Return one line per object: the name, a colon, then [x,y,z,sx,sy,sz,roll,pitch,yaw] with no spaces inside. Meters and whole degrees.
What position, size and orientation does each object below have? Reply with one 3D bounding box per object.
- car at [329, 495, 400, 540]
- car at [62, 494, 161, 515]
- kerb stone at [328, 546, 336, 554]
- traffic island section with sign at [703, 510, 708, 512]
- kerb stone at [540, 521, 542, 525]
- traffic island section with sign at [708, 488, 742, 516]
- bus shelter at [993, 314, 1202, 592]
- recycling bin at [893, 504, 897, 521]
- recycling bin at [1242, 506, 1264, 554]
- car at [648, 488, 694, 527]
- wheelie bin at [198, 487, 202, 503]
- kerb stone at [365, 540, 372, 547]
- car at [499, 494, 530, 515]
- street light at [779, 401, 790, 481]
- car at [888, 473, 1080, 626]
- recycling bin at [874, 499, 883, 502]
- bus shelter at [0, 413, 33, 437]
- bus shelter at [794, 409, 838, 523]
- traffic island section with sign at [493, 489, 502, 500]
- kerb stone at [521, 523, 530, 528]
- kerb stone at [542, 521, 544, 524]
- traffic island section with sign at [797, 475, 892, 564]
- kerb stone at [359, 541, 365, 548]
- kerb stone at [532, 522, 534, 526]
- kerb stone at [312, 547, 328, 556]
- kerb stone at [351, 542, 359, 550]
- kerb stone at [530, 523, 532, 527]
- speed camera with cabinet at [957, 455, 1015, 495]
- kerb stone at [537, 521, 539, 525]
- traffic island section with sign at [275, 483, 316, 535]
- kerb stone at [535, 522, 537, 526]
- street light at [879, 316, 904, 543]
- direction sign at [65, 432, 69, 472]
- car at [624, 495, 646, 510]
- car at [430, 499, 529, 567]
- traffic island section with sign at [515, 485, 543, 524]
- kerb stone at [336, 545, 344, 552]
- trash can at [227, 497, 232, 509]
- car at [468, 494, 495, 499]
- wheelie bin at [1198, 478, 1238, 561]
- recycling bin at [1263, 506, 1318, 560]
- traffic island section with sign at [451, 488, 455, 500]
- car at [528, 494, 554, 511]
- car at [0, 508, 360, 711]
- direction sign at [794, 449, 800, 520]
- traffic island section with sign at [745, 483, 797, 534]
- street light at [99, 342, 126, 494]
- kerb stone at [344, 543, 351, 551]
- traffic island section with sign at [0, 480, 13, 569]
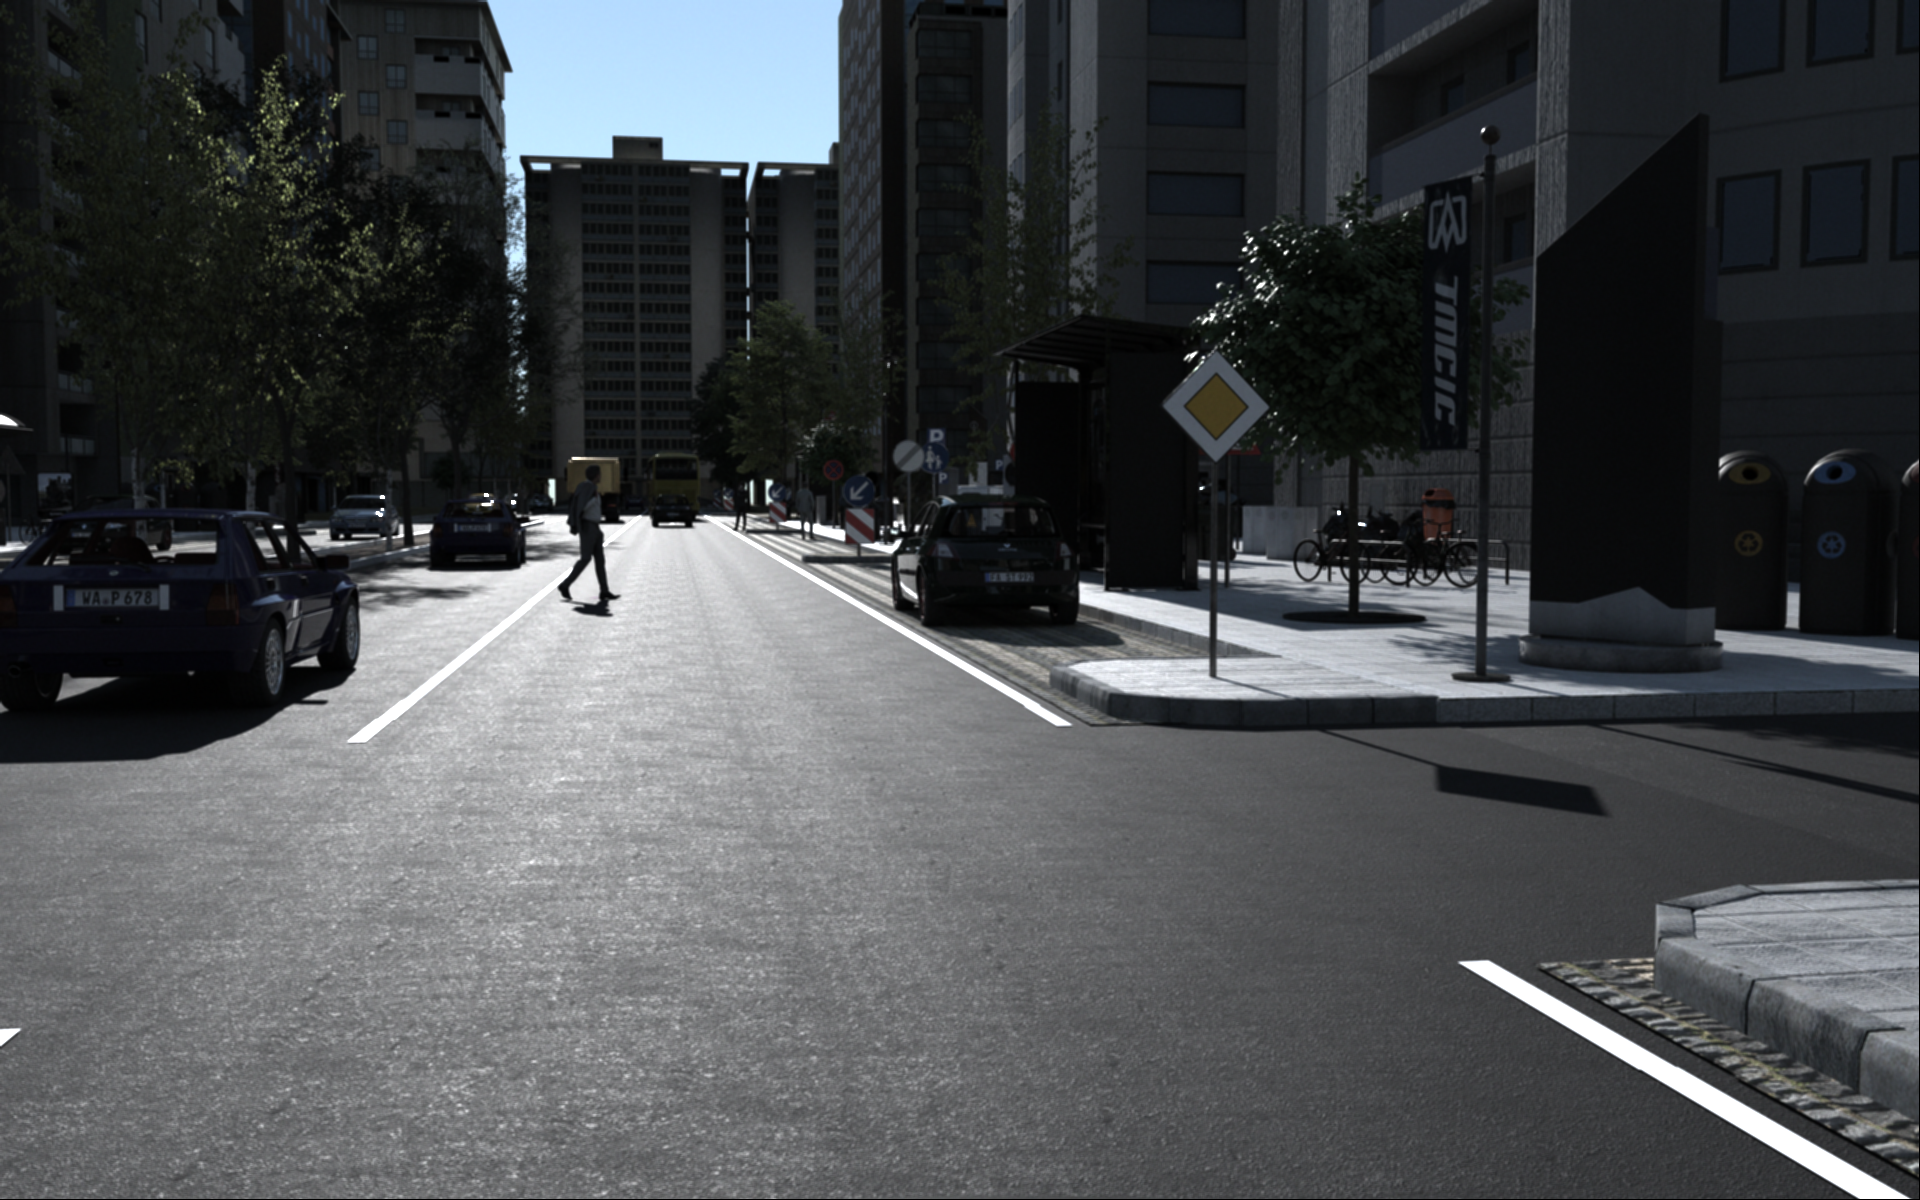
car: [-19.225,-2.693,56.040,2.014,1.417,4.499,-1,4,-11]
car: [-20.747,-1.999,42.464,2.009,1.686,4.222,0,4,-8]
kerb stone: [-15.179,-1.180,41.533,0.120,0.150,1.000,-1,4,-10]
traffic island section with sign: [-19.650,-7.979,139.089,1.989,1.847,2.006,-1,4,-10]
kerb stone: [-19.601,-3.558,80.371,0.120,0.150,1.000,-1,4,-10]
traffic island section with sign: [-15.148,-6.354,112.511,1.989,1.847,2.006,-1,4,-10]
bus shelter: [1.906,-2.114,25.849,1.731,3.624,6.357,-1,4,-10]
recycling bin: [-3.310,-4.350,83.675,0.722,1.027,0.722,2,4,27]
recycling bin: [6.569,-1.510,37.249,0.722,1.027,0.722,-2,4,-33]
car: [-12.741,-4.082,76.532,2.009,1.686,4.222,-1,4,-11]
wheelie bin: [-33.529,-4.241,77.246,0.980,1.594,0.693,-2,4,-29]
kerb stone: [-16.032,-1.491,46.576,0.120,0.150,1.000,-1,4,-10]
car: [-31.357,-6.741,122.010,2.131,1.459,4.920,-1,4,-11]
street light: [-8.705,-6.933,86.135,0.468,5.910,1.993,-1,4,-10]
car: [0.214,-0.635,20.174,2.009,1.686,4.222,-1,4,-8]
recycling bin: [-3.675,-3.842,75.366,0.722,1.027,0.722,-1,4,-22]
bus shelter: [-23.449,-2.820,40.024,2.014,3.302,5.546,-1,4,-10]
bus shelter: [-6.422,-6.236,79.584,2.179,5.291,8.768,-1,4,-10]
traffic island section with sign: [-36.379,-7.812,136.355,1.989,1.847,2.006,-1,4,-10]
kerb stone: [-18.410,-3.121,73.300,0.120,0.150,1.000,-1,4,-10]
kerb stone: [-19.776,-3.614,81.378,0.120,0.150,1.000,-1,4,-10]
traffic island section with sign: [-2.306,-1.700,36.427,1.989,1.847,2.006,-1,4,-10]
kerb stone: [-15.862,-1.430,45.568,0.120,0.150,1.000,-1,4,-10]
kerb stone: [-18.750,-3.250,75.325,0.120,0.150,1.000,-1,4,-10]
kerb stone: [-15.008,-1.121,40.525,0.120,0.150,1.000,-1,4,-10]
kerb stone: [-15.691,-1.368,44.560,0.120,0.150,1.000,-1,4,-10]
kerb stone: [-18.585,-3.186,74.307,0.120,0.150,1.000,-1,4,-10]
speed camera with cabinet: [0.863,-2.737,39.082,2.038,3.252,0.660,3,5,41]
kerb stone: [-19.263,-3.434,78.349,0.120,0.150,1.000,-1,4,-10]
traffic island section with sign: [-23.539,-3.157,60.250,1.989,1.847,2.006,-1,4,-10]
kerb stone: [-19.092,-3.373,77.341,0.120,0.150,1.000,-1,4,-10]
street light: [-1.791,-4.428,45.180,0.468,5.910,1.993,-1,4,-10]
direction sign: [-32.567,-4.356,63.210,0.379,3.537,0.876,-2,4,-31]
car: [-29.805,-8.941,158.766,1.945,1.354,3.894,-1,4,-9]
car: [-9.903,-1.416,35.725,1.945,1.354,3.894,-1,4,-11]
traffic island section with sign: [-21.311,-4.648,84.139,2.006,1.907,1.989,-1,4,-10]
kerb stone: [-15.351,-1.244,42.541,0.120,0.150,1.000,-1,4,-10]
trash can: [-31.334,-3.790,73.620,0.748,1.137,0.748,0,3,0]
car: [-25.372,-4.991,91.822,2.015,1.641,3.980,-1,4,-10]
wheelie bin: [4.954,-1.569,33.563,0.980,1.594,0.693,3,5,43]
recycling bin: [6.493,-1.304,33.881,0.722,1.027,0.722,-2,4,-34]
traffic island section with sign: [-31.897,-6.186,109.774,1.989,1.847,2.006,-1,4,-10]
car: [-35.117,-8.156,145.155,2.131,1.459,4.920,-1,4,-10]
car: [-5.653,-0.019,12.883,1.945,1.354,3.894,0,4,-8]
direction sign: [-8.159,-5.797,86.781,0.379,3.537,0.876,-1,4,-15]
traffic island section with sign: [-6.791,-3.326,63.008,1.989,1.847,2.006,-1,4,-10]
street light: [-24.095,-4.696,49.571,0.468,5.910,1.993,-1,4,-10]
kerb stone: [-15.521,-1.303,43.550,0.120,0.150,1.000,-1,4,-10]
traffic island section with sign: [-19.043,-1.529,33.621,1.989,1.847,2.006,-1,4,-10]
